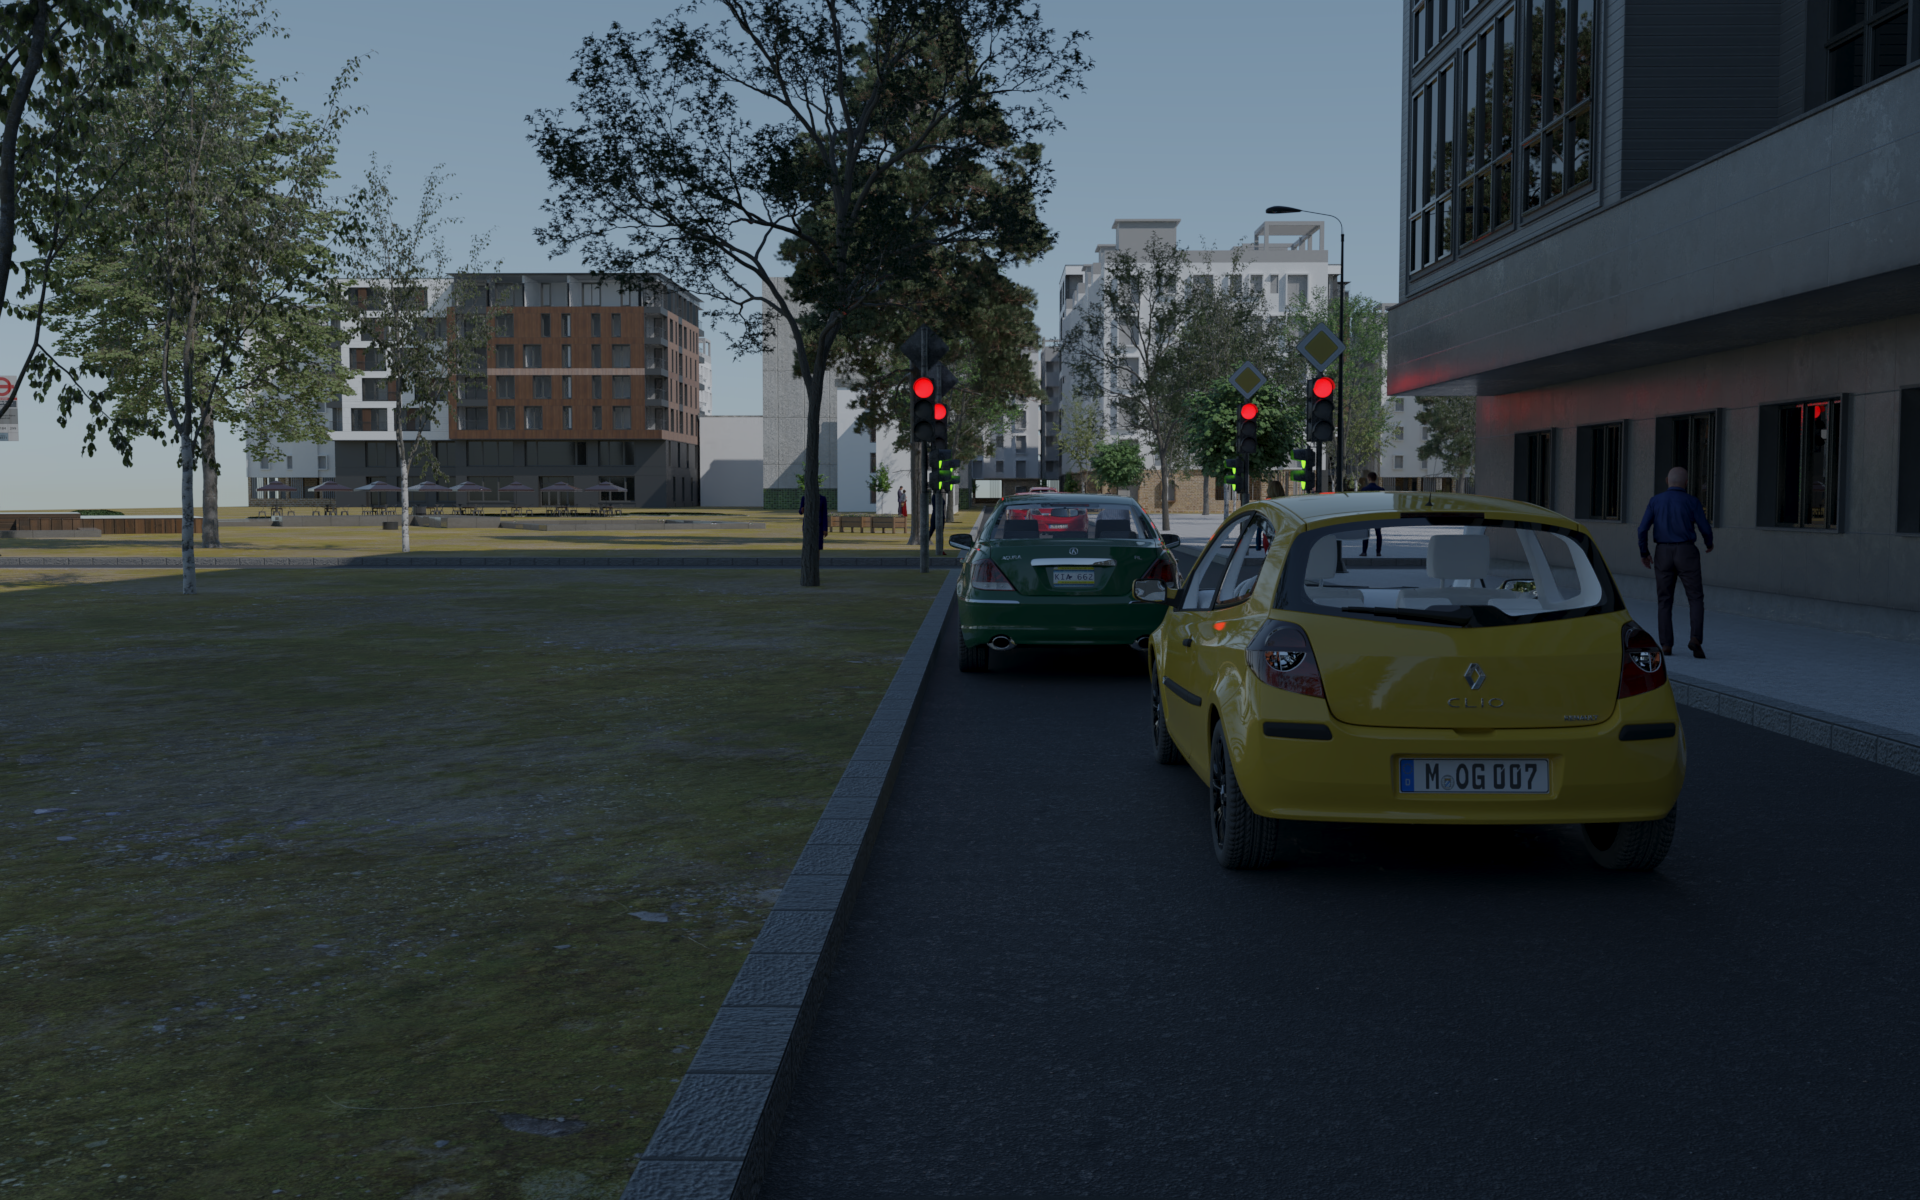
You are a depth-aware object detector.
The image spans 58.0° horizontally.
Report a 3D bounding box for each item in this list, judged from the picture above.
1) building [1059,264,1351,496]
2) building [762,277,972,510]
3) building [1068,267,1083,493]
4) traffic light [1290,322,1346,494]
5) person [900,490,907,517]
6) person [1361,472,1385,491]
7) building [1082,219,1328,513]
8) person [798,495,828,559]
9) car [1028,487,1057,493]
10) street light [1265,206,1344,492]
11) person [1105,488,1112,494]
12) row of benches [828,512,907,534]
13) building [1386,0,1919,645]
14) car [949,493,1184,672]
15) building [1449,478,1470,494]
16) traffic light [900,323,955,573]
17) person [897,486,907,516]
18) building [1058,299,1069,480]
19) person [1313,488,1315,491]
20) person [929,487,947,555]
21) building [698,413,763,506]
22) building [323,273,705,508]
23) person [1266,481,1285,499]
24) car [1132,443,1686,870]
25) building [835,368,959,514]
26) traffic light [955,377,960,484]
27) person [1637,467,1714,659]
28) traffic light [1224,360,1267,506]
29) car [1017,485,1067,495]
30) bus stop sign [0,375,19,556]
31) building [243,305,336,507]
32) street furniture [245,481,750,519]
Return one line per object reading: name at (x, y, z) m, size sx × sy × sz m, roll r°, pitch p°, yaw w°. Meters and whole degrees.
building at (23.589, -19.968, 170.446) m, size 27.936 × 21.610 × 32.646 m, roll 0°, pitch 4°, yaw 1°
building at (-7.452, -17.764, 156.902) m, size 16.747 × 18.905 × 31.486 m, roll 0°, pitch 4°, yaw 1°
building at (17.083, -17.145, 136.735) m, size 16.016 × 20.091 × 11.380 m, roll 0°, pitch 4°, yaw 1°
traffic light at (5.802, -2.375, 28.075) m, size 0.839 × 4.213 × 0.868 m, roll 0°, pitch 4°, yaw 1°
person at (-2.997, -5.143, 92.592) m, size 0.387 × 1.526 × 0.523 m, roll -1°, pitch 4°, yaw -8°
person at (8.506, -1.774, 35.752) m, size 0.576 × 1.737 × 0.504 m, roll 0°, pitch 4°, yaw -7°
building at (17.336, -16.413, 124.765) m, size 16.016 × 20.091 × 11.380 m, roll 0°, pitch 4°, yaw 1°
person at (-2.162, -1.051, 25.602) m, size 0.453 × 1.535 × 0.546 m, roll -1°, pitch 4°, yaw -17°
car at (4.545, -5.306, 95.423) m, size 2.281 × 1.827 × 5.304 m, roll 0°, pitch 4°, yaw 1°
street light at (5.622, -3.396, 28.064) m, size 1.470 × 5.913 × 1.316 m, roll 0°, pitch 4°, yaw 1°
person at (8.261, -5.364, 95.613) m, size 0.662 × 1.594 × 0.647 m, roll -2°, pitch 4°, yaw -30°
row of benches at (-3.478, -2.573, 57.527) m, size 4.104 × 0.672 × 1.422 m, roll 3°, pitch 5°, yaw 41°
building at (13.444, -11.803, 12.047) m, size 14.314 × 24.678 × 30.058 m, roll 0°, pitch 4°, yaw 1°
car at (0.939, -0.217, 15.354) m, size 2.131 × 1.459 × 4.920 m, roll 0°, pitch 4°, yaw 2°
building at (68.774, -20.065, 172.043) m, size 32.646 × 21.610 × 27.936 m, roll 0°, pitch 4°, yaw 1°
traffic light at (-0.559, -2.381, 28.171) m, size 0.839 × 4.213 × 0.868 m, roll 0°, pitch 4°, yaw 1°
person at (-3.366, -5.768, 100.805) m, size 0.568 × 1.767 × 0.683 m, roll 0°, pitch 4°, yaw 0°
building at (16.838, -17.840, 148.100) m, size 16.016 × 20.091 × 11.380 m, roll 0°, pitch 4°, yaw 1°
person at (11.505, -2.889, 55.980) m, size 0.600 × 1.496 × 0.574 m, roll 0°, pitch 4°, yaw 2°
person at (-0.537, -1.708, 36.510) m, size 0.613 × 1.512 × 0.480 m, roll 1°, pitch 4°, yaw 19°
building at (-12.980, -14.774, 183.704) m, size 28.070 × 9.664 × 9.099 m, roll 0°, pitch 4°, yaw 1°
building at (-43.588, -20.192, 174.109) m, size 32.646 × 21.610 × 27.936 m, roll 0°, pitch 4°, yaw 1°
person at (4.341, -0.821, 23.630) m, size 0.593 × 1.614 × 0.444 m, roll 1°, pitch 4°, yaw 20°
car at (1.853, 0.134, 8.035) m, size 2.015 × 1.641 × 3.980 m, roll 0°, pitch 4°, yaw 1°
building at (-4.540, -11.241, 125.940) m, size 9.099 × 9.664 × 28.070 m, roll 0°, pitch 4°, yaw 1°
traffic light at (-0.418, -2.869, 36.155) m, size 0.839 × 4.213 × 0.868 m, roll 0°, pitch 4°, yaw 1°
person at (5.769, -0.306, 13.745) m, size 0.600 × 1.496 × 0.574 m, roll -2°, pitch 4°, yaw -33°
traffic light at (5.942, -2.863, 36.059) m, size 0.839 × 4.213 × 0.868 m, roll 0°, pitch 4°, yaw 1°
car at (2.887, -2.617, 51.830) m, size 2.155 × 1.783 × 4.494 m, roll 0°, pitch 4°, yaw 2°
bus stop sign at (-19.748, -2.865, 35.548) m, size 0.855 × 3.939 × 0.416 m, roll 0°, pitch 4°, yaw -3°
building at (-65.532, -19.791, 180.000) m, size 11.380 × 20.091 × 16.016 m, roll 0°, pitch 4°, yaw 1°
street furniture at (-26.301, -5.707, 98.340) m, size 27.439 × 1.986 × 14.083 m, roll -2°, pitch 4°, yaw -30°
